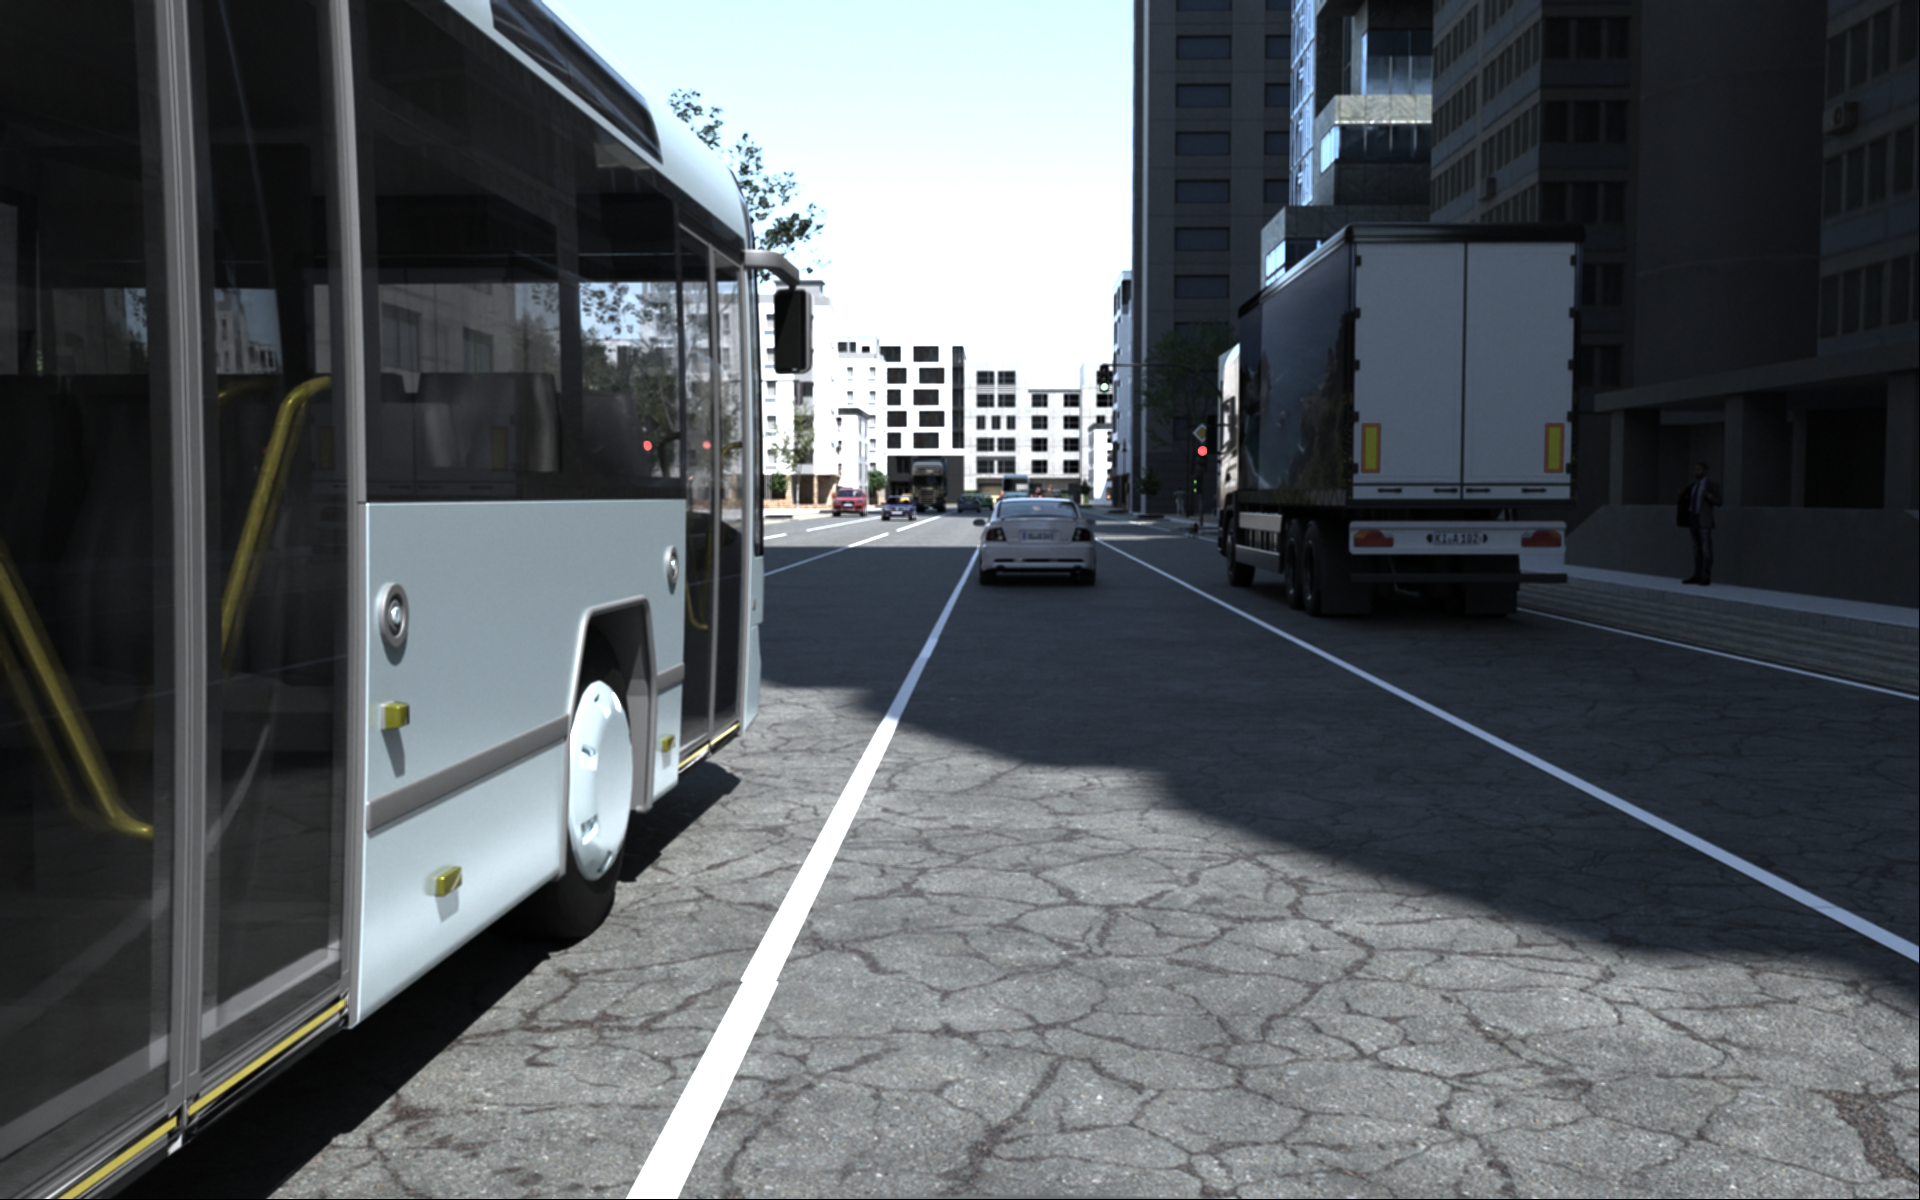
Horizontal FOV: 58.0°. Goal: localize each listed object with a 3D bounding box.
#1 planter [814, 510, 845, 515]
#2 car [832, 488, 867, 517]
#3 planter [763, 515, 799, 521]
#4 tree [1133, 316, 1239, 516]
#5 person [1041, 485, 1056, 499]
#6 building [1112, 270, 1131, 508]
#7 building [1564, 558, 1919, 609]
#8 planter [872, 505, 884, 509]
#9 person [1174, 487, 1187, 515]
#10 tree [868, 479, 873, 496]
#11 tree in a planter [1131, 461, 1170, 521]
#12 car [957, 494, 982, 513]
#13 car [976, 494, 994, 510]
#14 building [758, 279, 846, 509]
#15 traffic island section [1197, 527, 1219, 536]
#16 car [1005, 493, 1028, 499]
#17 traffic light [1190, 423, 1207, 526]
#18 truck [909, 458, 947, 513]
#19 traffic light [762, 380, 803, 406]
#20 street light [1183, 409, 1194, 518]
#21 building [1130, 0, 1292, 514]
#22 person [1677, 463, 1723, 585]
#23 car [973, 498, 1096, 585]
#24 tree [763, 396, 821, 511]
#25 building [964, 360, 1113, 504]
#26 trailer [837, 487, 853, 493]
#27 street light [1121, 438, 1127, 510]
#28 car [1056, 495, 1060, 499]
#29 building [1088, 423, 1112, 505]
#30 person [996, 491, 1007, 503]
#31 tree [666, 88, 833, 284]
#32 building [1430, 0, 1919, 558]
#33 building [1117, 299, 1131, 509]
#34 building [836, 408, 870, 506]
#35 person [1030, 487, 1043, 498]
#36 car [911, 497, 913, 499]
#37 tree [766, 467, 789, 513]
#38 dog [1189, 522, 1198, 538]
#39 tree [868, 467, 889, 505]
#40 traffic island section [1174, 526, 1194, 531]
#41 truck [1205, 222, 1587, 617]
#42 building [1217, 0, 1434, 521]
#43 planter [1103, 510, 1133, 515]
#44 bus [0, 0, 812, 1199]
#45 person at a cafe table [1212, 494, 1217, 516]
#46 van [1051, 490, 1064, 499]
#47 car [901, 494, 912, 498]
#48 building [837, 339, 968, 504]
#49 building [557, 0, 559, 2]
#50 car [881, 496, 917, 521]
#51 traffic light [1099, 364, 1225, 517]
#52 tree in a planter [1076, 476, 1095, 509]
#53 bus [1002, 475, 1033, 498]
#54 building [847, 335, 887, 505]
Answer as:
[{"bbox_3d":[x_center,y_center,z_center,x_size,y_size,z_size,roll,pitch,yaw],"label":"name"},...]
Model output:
[{"bbox_3d":[-9.062,-6.092,120.742,1.991,0.319,1.994,0,4,2],"label":"planter"},{"bbox_3d":[-7.047,-6.268,111.153,2.281,1.827,5.304,0,4,0],"label":"car"},{"bbox_3d":[-9.783,-4.445,93.808,1.991,0.319,1.994,0,4,2],"label":"planter"},{"bbox_3d":[13.656,-10.723,101.080,9.928,11.665,9.643,0,3,0],"label":"tree"},{"bbox_3d":[3.004,-3.109,60.026,0.565,1.739,0.600,-2,4,-30],"label":"person"},{"bbox_3d":[29.139,-20.196,174.173,27.936,21.610,32.646,0,4,2],"label":"building"},{"bbox_3d":[26.930,-20.251,22.989,32.217,40.220,23.993,0,4,2],"label":"building"},{"bbox_3d":[-7.699,-9.189,171.383,1.991,0.319,1.994,0,4,2],"label":"planter"},{"bbox_3d":[13.332,-6.007,104.986,0.841,1.734,0.376,0,4,-6],"label":"person"},{"bbox_3d":[-10.435,-12.433,197.883,1.663,3.219,1.824,0,3,0],"label":"tree"},{"bbox_3d":[10.243,-5.877,93.316,1.991,3.239,1.994,0,4,2],"label":"tree in a planter"},{"bbox_3d":[0.742,-7.492,134.500,2.014,1.417,4.499,0,4,3],"label":"car"},{"bbox_3d":[2.095,-9.054,156.828,1.959,1.807,4.718,0,3,0],"label":"car"},{"bbox_3d":[-18.707,-17.988,150.524,16.016,20.091,11.380,0,4,2],"label":"building"},{"bbox_3d":[9.368,-2.347,60.650,2.009,0.180,2.903,0,4,2],"label":"traffic island section"},{"bbox_3d":[3.429,-5.856,104.548,1.959,1.807,4.718,0,4,3],"label":"car"},{"bbox_3d":[9.542,-4.868,68.520,0.839,4.253,0.868,0,4,2],"label":"traffic light"},{"bbox_3d":[-2.401,-9.110,137.859,2.839,4.237,11.283,0,4,1],"label":"truck"},{"bbox_3d":[-8.638,-5.771,69.024,4.771,5.953,1.251,0,4,2],"label":"traffic light"},{"bbox_3d":[12.377,-7.414,94.009,0.468,5.910,1.993,0,4,2],"label":"street light"},{"bbox_3d":[22.805,-35.557,123.364,21.231,58.520,28.212,0,4,2],"label":"building"},{"bbox_3d":[10.404,-1.075,24.434,0.431,1.722,0.655,-1,4,-13],"label":"person"},{"bbox_3d":[1.253,-1.008,28.835,2.083,1.381,4.827,0,4,1],"label":"car"},{"bbox_3d":[-12.243,-10.909,128.732,4.737,8.622,4.395,0,3,0],"label":"tree"},{"bbox_3d":[16.487,-22.608,236.093,31.486,18.905,16.747,0,4,2],"label":"building"},{"bbox_3d":[-9.040,-7.857,135.508,1.471,1.999,3.904,0,4,3],"label":"trailer"},{"bbox_3d":[13.595,-10.425,143.234,0.468,5.910,1.993,0,4,2],"label":"street light"},{"bbox_3d":[9.632,-10.250,180.175,1.945,1.354,3.894,0,4,2],"label":"car"},{"bbox_3d":[20.340,-16.082,205.086,9.099,9.664,28.070,0,4,2],"label":"building"},{"bbox_3d":[1.507,-3.029,60.294,0.482,1.546,0.388,-2,4,-30],"label":"person"},{"bbox_3d":[-11.891,-13.657,79.180,12.611,20.169,13.585,0,3,0],"label":"tree"},{"bbox_3d":[26.762,-21.737,47.278,32.217,40.220,23.993,0,4,2],"label":"building"},{"bbox_3d":[22.028,-18.105,152.430,16.016,20.091,11.380,0,4,2],"label":"building"},{"bbox_3d":[-14.024,-14.672,182.033,9.099,9.664,28.070,0,4,2],"label":"building"},{"bbox_3d":[2.148,-2.349,48.379,0.415,1.643,0.593,1,4,21],"label":"person"},{"bbox_3d":[-4.463,-10.899,186.997,1.959,1.807,4.718,0,4,2],"label":"car"},{"bbox_3d":[-12.733,-7.688,120.292,1.663,3.219,1.824,0,3,0],"label":"tree"},{"bbox_3d":[7.574,-2.255,56.149,0.406,0.507,0.540,-1,4,-11],"label":"dog"},{"bbox_3d":[-10.000,-13.411,202.989,4.285,4.588,4.351,0,3,0],"label":"tree"},{"bbox_3d":[9.582,-2.835,68.633,2.009,0.180,2.903,0,4,2],"label":"traffic island section"},{"bbox_3d":[5.305,-2.115,23.490,2.839,4.237,11.283,0,4,1],"label":"truck"},{"bbox_3d":[27.555,-46.729,76.699,31.000,86.520,22.319,0,4,2],"label":"building"},{"bbox_3d":[10.964,-6.067,120.339,1.991,0.319,1.994,0,4,2],"label":"planter"},{"bbox_3d":[-2.553,-0.487,2.824,2.948,3.499,13.247,0,4,3],"label":"bus"},{"bbox_3d":[15.300,-5.645,100.806,1.698,1.524,1.622,3,5,43],"label":"person at a cafe table"},{"bbox_3d":[10.218,-11.004,186.930,2.013,2.044,4.112,0,4,2],"label":"van"},{"bbox_3d":[-6.703,-12.669,217.357,2.015,1.641,3.980,0,4,0],"label":"car"},{"bbox_3d":[-15.422,-24.363,242.303,32.646,21.610,27.936,0,4,2],"label":"building"},{"bbox_3d":[-24.032,-37.389,49.568,20.611,71.187,20.563,0,4,2],"label":"building"},{"bbox_3d":[-3.308,-4.992,94.204,1.945,1.354,3.894,0,4,2],"label":"car"},{"bbox_3d":[7.235,-5.247,60.452,4.771,5.953,1.251,0,4,2],"label":"traffic light"},{"bbox_3d":[12.322,-10.622,170.892,1.991,3.239,1.994,0,4,2],"label":"tree in a planter"},{"bbox_3d":[5.587,-10.707,169.920,2.948,3.499,13.247,0,4,3],"label":"bus"},{"bbox_3d":[-14.935,-21.790,212.681,11.380,20.091,16.016,0,4,2],"label":"building"}]
